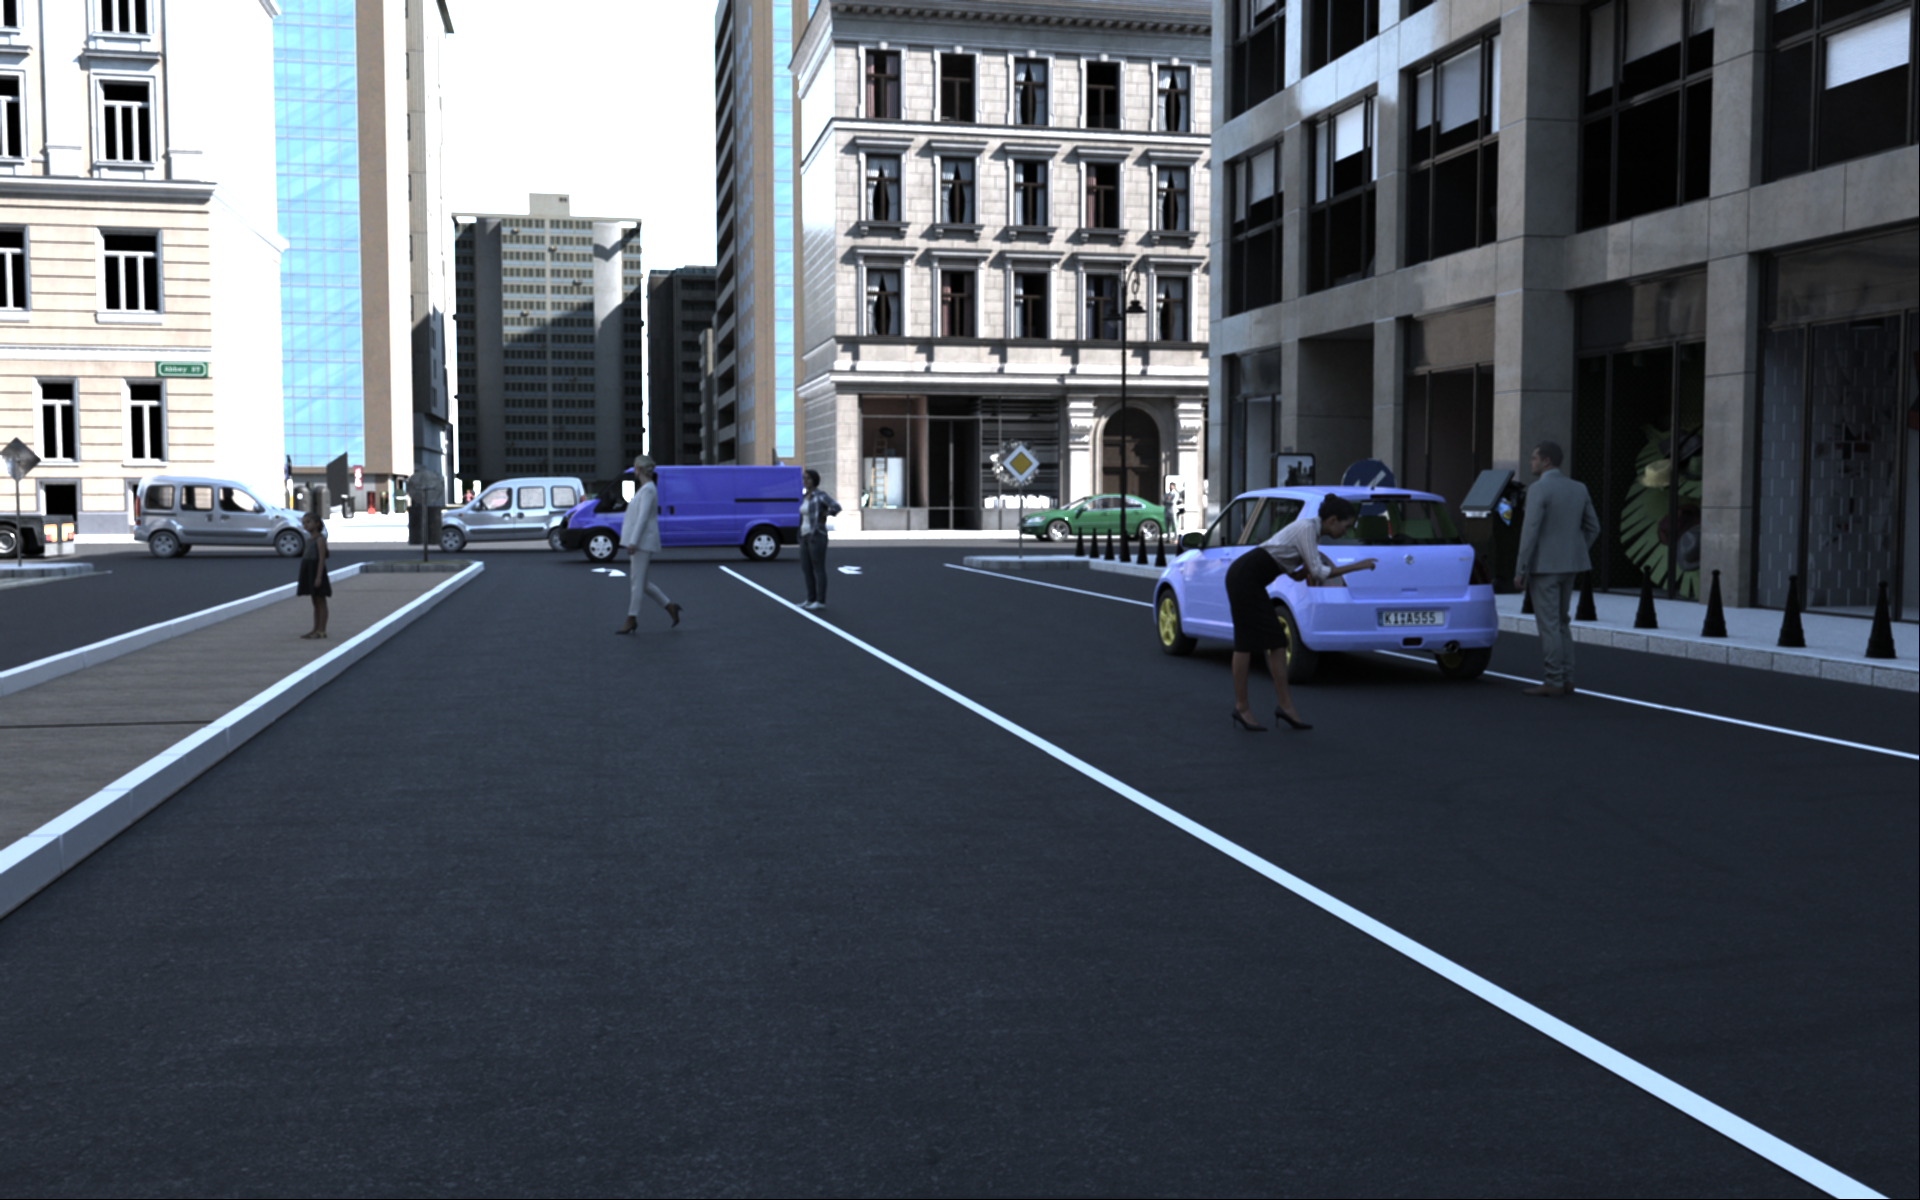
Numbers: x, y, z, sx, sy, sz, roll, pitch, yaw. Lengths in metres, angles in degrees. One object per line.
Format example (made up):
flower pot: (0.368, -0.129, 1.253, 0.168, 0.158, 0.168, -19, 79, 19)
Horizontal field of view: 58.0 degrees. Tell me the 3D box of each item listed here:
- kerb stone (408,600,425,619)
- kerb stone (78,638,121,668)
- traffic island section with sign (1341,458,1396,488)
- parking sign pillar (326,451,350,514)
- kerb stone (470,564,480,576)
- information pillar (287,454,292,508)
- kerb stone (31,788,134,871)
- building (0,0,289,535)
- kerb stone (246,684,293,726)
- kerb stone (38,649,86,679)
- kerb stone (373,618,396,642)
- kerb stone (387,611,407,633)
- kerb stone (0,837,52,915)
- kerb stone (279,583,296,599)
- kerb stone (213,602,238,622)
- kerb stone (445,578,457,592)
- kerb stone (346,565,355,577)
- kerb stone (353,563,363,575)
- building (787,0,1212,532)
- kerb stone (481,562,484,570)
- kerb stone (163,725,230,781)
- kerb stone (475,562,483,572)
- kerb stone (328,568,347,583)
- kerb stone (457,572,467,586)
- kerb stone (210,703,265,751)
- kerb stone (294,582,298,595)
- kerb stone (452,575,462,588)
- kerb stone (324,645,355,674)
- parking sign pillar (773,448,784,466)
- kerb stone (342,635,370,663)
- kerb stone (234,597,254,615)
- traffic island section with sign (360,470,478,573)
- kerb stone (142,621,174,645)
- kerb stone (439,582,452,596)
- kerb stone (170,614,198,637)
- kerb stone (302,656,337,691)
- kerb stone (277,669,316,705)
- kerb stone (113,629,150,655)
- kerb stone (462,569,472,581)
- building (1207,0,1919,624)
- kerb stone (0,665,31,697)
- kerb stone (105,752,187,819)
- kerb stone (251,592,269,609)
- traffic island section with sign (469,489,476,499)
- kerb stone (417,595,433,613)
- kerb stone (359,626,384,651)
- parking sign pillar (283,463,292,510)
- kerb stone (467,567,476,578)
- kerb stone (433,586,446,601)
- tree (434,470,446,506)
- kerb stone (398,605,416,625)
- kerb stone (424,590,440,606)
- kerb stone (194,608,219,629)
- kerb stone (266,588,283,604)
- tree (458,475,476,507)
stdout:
kerb stone: (-6.338, 0.130, 20.067, 0.120, 0.150, 1.000, -1, 4, -12)
kerb stone: (-7.327, 0.462, 14.673, 0.120, 0.150, 1.000, -1, 4, -12)
traffic island section with sign: (4.306, -0.701, 20.083, 1.989, 1.847, 2.006, -1, 4, -12)
parking sign pillar: (-39.294, -7.399, 109.442, 1.447, 3.967, 1.447, 0, 4, -2)
kerb stone: (-8.490, -0.484, 30.110, 0.120, 0.150, 1.000, -1, 4, -12)
information pillar: (-39.529, -6.776, 102.134, 0.183, 3.616, 0.504, 0, 4, -4)
kerb stone: (-3.549, 0.929, 7.011, 0.120, 0.150, 1.000, -1, 4, -12)
building: (-34.127, -16.626, 57.735, 20.117, 28.700, 13.634, -1, 4, -12)
kerb stone: (-4.411, 0.683, 11.031, 0.120, 0.150, 1.000, -1, 4, -12)
kerb stone: (-7.125, 0.526, 13.669, 0.120, 0.150, 1.000, -1, 4, -12)
kerb stone: (-5.698, 0.314, 17.057, 0.120, 0.150, 1.000, -1, 4, -12)
kerb stone: (-5.910, 0.254, 18.061, 0.120, 0.150, 1.000, -1, 4, -12)
kerb stone: (-3.335, 0.990, 6.006, 0.120, 0.150, 1.000, -1, 4, -12)
kerb stone: (-9.266, -0.091, 23.696, 0.120, 0.150, 1.000, -1, 4, -12)
kerb stone: (-8.403, 0.153, 19.689, 0.120, 0.150, 1.000, -1, 4, -12)
kerb stone: (-7.418, -0.177, 25.085, 0.120, 0.150, 1.000, -1, 4, -12)
kerb stone: (-10.560, -0.456, 29.723, 0.120, 0.150, 1.000, -1, 4, -12)
kerb stone: (-10.772, -0.522, 30.730, 0.120, 0.150, 1.000, -1, 4, -12)
building: (-3.828, -12.933, 62.359, 40.483, 20.767, 10.553, -1, 4, -12)
kerb stone: (-8.929, -0.607, 32.122, 0.120, 0.150, 1.000, -1, 4, -12)
kerb stone: (-3.987, 0.806, 9.023, 0.120, 0.150, 1.000, -1, 4, -12)
kerb stone: (-8.711, -0.542, 31.112, 0.120, 0.150, 1.000, -1, 4, -12)
kerb stone: (-10.336, -0.397, 28.723, 0.120, 0.150, 1.000, -1, 4, -12)
kerb stone: (-7.848, -0.299, 27.092, 0.120, 0.150, 1.000, -1, 4, -12)
kerb stone: (-4.195, 0.744, 10.027, 0.120, 0.150, 1.000, -1, 4, -12)
kerb stone: (-9.486, -0.153, 24.697, 0.120, 0.150, 1.000, -1, 4, -12)
kerb stone: (-7.633, -0.233, 26.090, 0.120, 0.150, 1.000, -1, 4, -12)
kerb stone: (-5.060, 0.503, 14.040, 0.120, 0.150, 1.000, -1, 4, -12)
parking sign pillar: (-10.778, -7.004, 102.983, 1.447, 3.967, 1.447, 0, 4, 8)
kerb stone: (-5.270, 0.440, 15.043, 0.120, 0.150, 1.000, -1, 4, -12)
kerb stone: (-8.620, 0.096, 20.691, 0.120, 0.150, 1.000, -1, 4, -12)
traffic island section with sign: (-10.044, -1.479, 32.316, 2.006, 1.907, 1.989, -1, 4, -12)
kerb stone: (-7.774, 0.338, 16.673, 0.120, 0.150, 1.000, -1, 4, -12)
kerb stone: (-7.202, -0.115, 24.079, 0.120, 0.150, 1.000, -1, 4, -12)
kerb stone: (-7.976, 0.278, 17.679, 0.120, 0.150, 1.000, -1, 4, -12)
kerb stone: (-4.842, 0.560, 13.034, 0.120, 0.150, 1.000, -1, 4, -12)
kerb stone: (-4.631, 0.623, 12.032, 0.120, 0.150, 1.000, -1, 4, -12)
kerb stone: (-7.549, 0.399, 15.673, 0.120, 0.150, 1.000, -1, 4, -12)
kerb stone: (-8.061, -0.361, 28.099, 0.120, 0.150, 1.000, -1, 4, -12)
building: (17.855, -13.122, 19.068, 19.350, 26.468, 34.151, -1, 4, -12)
kerb stone: (-6.899, 0.587, 12.669, 0.120, 0.150, 1.000, -1, 4, -12)
kerb stone: (-3.771, 0.867, 8.022, 0.120, 0.150, 1.000, -1, 4, -12)
kerb stone: (-8.837, 0.038, 21.692, 0.120, 0.150, 1.000, -1, 4, -12)
traffic island section with sign: (-40.914, -8.371, 145.498, 1.989, 1.847, 2.006, -1, 4, -12)
kerb stone: (-6.550, 0.069, 21.074, 0.120, 0.150, 1.000, -1, 4, -12)
kerb stone: (-5.479, 0.380, 16.046, 0.120, 0.150, 1.000, -1, 4, -12)
parking sign pillar: (-43.669, -7.523, 111.469, 1.447, 3.967, 1.447, 1, 4, 23)
kerb stone: (-8.278, -0.416, 29.101, 0.120, 0.150, 1.000, -1, 4, -12)
kerb stone: (-6.986, -0.046, 23.077, 0.120, 0.150, 1.000, -1, 4, -12)
tree: (-41.669, -8.753, 137.706, 1.663, 3.219, 1.824, 0, 3, 0)
kerb stone: (-6.127, 0.192, 19.064, 0.120, 0.150, 1.000, -1, 4, -12)
kerb stone: (-6.773, 0.007, 22.075, 0.120, 0.150, 1.000, -1, 4, -12)
kerb stone: (-8.190, 0.217, 18.687, 0.120, 0.150, 1.000, -1, 4, -12)
kerb stone: (-9.059, -0.027, 22.693, 0.120, 0.150, 1.000, -1, 4, -12)
tree: (-49.358, -10.975, 174.044, 1.663, 3.219, 1.824, 0, 3, 0)
